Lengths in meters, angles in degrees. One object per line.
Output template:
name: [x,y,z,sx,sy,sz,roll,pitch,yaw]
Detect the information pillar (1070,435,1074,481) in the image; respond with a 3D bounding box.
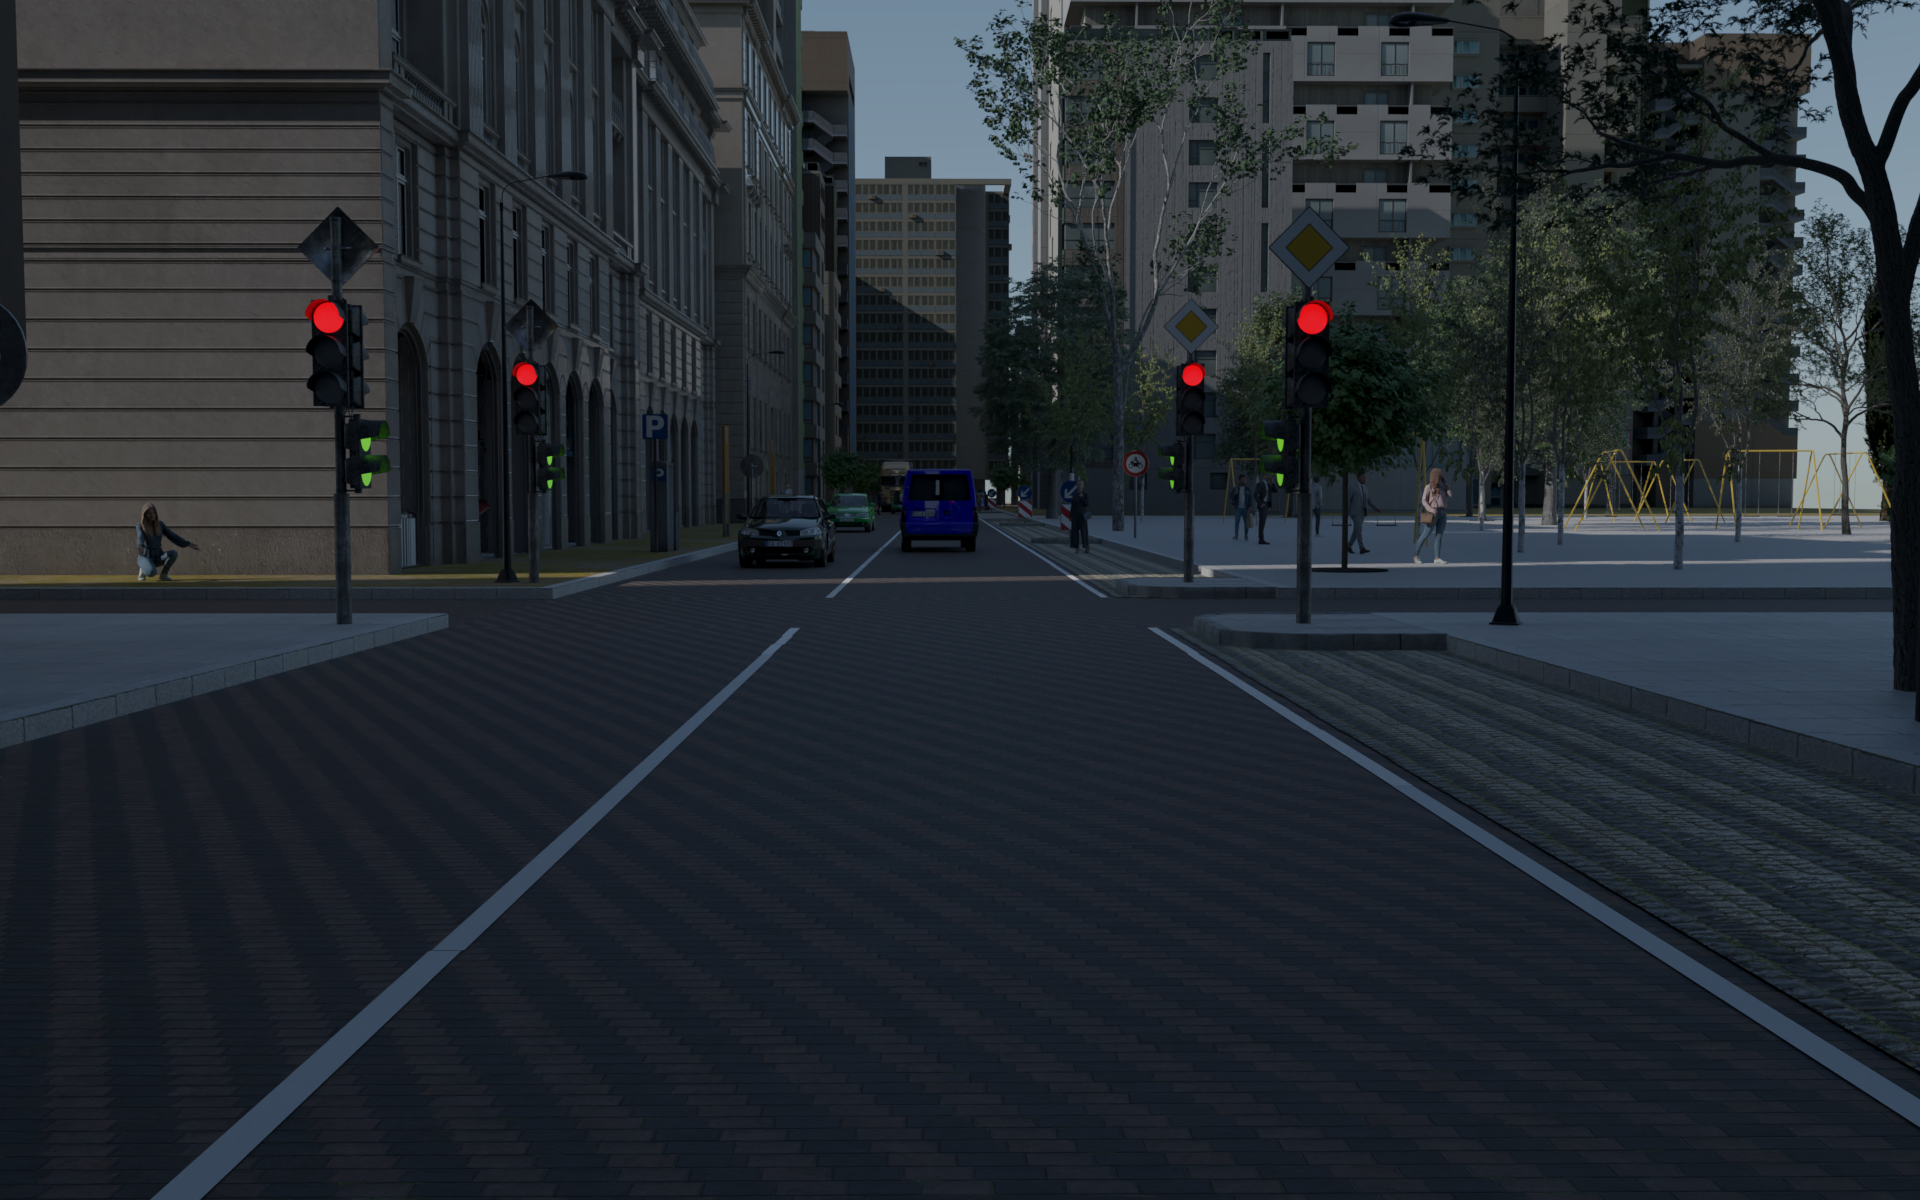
information pillar: [4.457,-4.743,68.903,0.183,3.616,0.504,1,4,14]

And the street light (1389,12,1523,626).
street light: [4.839,-2.712,16.881,1.470,5.913,1.316,0,4,-1]

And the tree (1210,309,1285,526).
tree: [12.181,-7.277,69.339,4.737,8.622,4.395,0,3,0]

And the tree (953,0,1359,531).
tree: [6.524,-12.394,58.524,12.611,20.169,13.585,0,3,0]

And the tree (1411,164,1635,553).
tree: [12.094,-5.351,37.855,4.360,8.622,3.978,0,3,0]

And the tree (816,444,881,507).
tree: [-7.768,-7.891,112.723,4.285,4.588,4.351,0,3,0]

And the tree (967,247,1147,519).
tree: [4.729,-11.205,89.855,9.857,13.997,8.962,0,3,0]

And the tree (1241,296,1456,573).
tree: [6.357,-2.760,28.841,4.285,4.588,4.351,0,3,0]

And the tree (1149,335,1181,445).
tree: [8.275,-7.939,80.160,4.737,8.622,4.395,0,3,0]

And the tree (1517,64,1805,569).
tree: [12.014,-4.829,29.313,4.737,8.622,4.395,0,3,0]

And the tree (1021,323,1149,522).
tree: [4.867,-7.545,73.722,4.737,8.622,4.395,0,3,0]

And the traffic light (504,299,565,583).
traffic light: [-6.152,-2.205,24.970,0.839,4.253,0.868,0,4,-1]

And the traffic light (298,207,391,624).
traffic light: [-6.063,-1.716,16.985,0.839,4.253,0.868,0,4,-1]

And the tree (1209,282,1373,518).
tree: [18.002,-10.816,93.853,9.611,12.733,9.660,0,3,0]

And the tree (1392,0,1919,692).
tree: [6.289,-4.706,11.355,8.767,10.594,7.601,0,3,0]

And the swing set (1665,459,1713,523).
swing set: [32.622,-4.957,78.674,2.862,2.851,3.119,0,4,-6]

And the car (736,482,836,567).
car: [-3.485,-1.558,35.261,2.009,1.686,4.222,0,4,0]

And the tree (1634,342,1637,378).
tree: [18.241,-6.207,51.840,4.360,8.622,3.978,0,3,0]

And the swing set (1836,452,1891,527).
swing set: [33.432,-4.142,65.342,2.862,2.851,3.119,0,4,1]

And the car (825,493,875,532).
car: [-4.211,-3.527,66.469,1.959,1.807,4.718,0,3,0]

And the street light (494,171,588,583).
street light: [-6.052,-3.211,25.046,1.470,5.913,1.316,0,4,-1]

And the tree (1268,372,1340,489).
tree: [16.864,-8.140,83.459,4.360,8.622,3.978,0,3,0]

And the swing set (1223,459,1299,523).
swing set: [13.455,-4.821,76.444,3.119,2.851,2.862,0,4,-4]

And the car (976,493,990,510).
car: [1.752,-8.690,151.670,1.945,1.707,3.694,0,4,-1]

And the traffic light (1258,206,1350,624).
traffic light: [3.397,-1.724,17.106,0.839,4.253,0.868,0,4,-1]

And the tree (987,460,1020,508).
tree: [4.214,-10.981,163.250,4.285,4.588,4.351,0,3,0]

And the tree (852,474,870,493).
tree: [-8.576,-9.597,151.508,1.663,3.219,1.824,0,3,0]

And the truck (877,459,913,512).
truck: [-5.167,-9.345,141.706,2.839,4.237,11.283,0,4,-1]

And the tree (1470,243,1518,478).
tree: [15.424,-5.697,43.513,4.737,8.622,4.395,0,3,0]

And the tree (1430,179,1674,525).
tree: [24.268,-10.063,71.192,9.857,13.997,8.962,0,3,0]

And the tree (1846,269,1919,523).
tree: [48.795,-10.789,78.226,18.604,14.587,13.155,-1,4,-12]

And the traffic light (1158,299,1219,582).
traffic light: [3.309,-2.212,25.090,0.839,4.253,0.868,0,4,-1]

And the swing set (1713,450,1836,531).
swing set: [28.932,-3.917,61.665,3.119,2.851,2.862,1,4,10]

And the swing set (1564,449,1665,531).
swing set: [23.253,-3.931,61.893,2.862,2.851,3.119,1,4,11]

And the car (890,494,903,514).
car: [-4.086,-7.129,125.355,1.959,1.807,4.718,0,4,-2]

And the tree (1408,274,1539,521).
tree: [24.792,-9.583,82.433,9.928,11.665,9.643,0,3,0]

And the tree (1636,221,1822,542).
tree: [20.632,-5.865,46.249,4.360,8.622,3.978,0,3,0]

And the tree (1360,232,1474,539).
tree: [13.024,-6.006,48.566,4.737,8.622,4.395,0,3,0]

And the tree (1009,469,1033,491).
tree: [4.712,-8.182,128.373,1.663,3.219,1.824,0,3,0]

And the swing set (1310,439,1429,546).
swing set: [10.374,-2.830,43.888,3.119,2.851,2.862,1,4,8]

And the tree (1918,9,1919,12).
tree: [26.338,-10.921,34.449,12.611,20.169,13.585,0,3,0]
